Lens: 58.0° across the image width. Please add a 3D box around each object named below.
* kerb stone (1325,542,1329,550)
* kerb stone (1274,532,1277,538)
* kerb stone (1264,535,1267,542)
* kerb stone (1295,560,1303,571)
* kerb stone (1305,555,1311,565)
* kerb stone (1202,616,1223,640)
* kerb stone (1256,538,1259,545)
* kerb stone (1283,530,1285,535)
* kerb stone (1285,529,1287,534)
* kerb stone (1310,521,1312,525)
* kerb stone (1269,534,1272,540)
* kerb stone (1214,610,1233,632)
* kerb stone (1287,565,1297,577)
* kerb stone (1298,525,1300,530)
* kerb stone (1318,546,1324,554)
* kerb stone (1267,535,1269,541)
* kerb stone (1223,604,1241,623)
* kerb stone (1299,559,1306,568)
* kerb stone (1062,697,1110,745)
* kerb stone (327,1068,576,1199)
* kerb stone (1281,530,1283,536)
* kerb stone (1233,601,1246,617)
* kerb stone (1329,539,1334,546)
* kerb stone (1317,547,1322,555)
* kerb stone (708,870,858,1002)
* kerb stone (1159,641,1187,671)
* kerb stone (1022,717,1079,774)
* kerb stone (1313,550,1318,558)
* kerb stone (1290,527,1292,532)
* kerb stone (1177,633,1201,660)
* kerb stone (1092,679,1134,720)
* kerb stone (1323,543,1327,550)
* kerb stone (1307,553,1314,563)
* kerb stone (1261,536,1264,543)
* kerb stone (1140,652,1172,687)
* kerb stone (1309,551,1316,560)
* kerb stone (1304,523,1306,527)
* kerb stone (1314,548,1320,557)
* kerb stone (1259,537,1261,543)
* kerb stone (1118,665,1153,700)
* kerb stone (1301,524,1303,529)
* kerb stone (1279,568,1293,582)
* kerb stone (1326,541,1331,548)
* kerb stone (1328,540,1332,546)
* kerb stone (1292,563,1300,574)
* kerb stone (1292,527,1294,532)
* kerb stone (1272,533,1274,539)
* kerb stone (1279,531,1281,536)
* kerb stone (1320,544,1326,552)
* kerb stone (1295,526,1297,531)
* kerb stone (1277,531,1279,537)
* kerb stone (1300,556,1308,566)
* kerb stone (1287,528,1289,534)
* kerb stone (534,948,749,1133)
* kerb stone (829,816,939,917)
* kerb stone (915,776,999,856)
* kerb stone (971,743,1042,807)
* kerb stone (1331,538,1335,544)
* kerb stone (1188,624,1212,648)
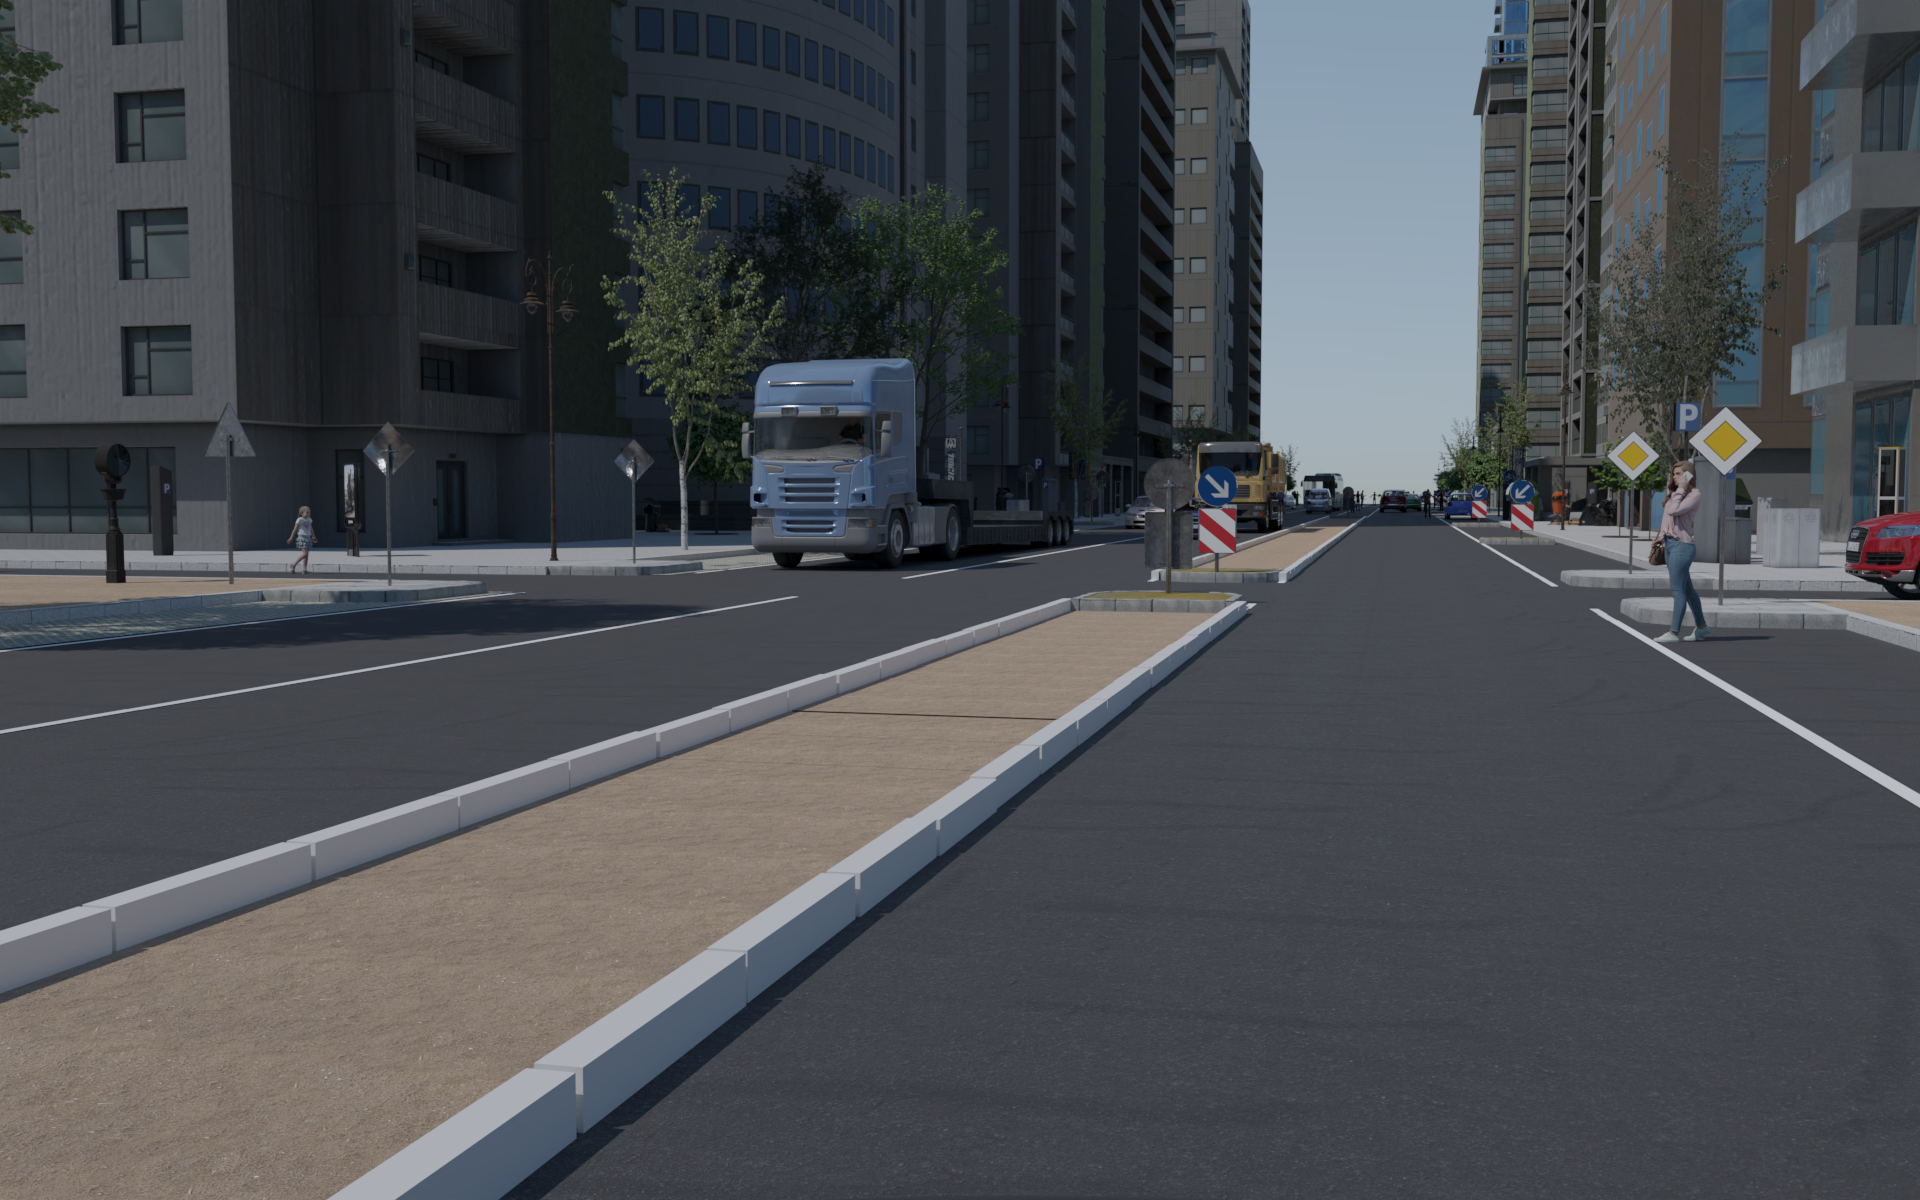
[{"bbox_3d":[9.162,-1.312,43.651,0.120,0.150,1.000,1,4,14],"label":"kerb stone"},{"bbox_3d":[9.900,-2.013,55.114,0.120,0.150,1.000,1,4,14],"label":"kerb stone"},{"bbox_3d":[8.893,-1.771,51.147,0.120,0.150,1.000,1,4,14],"label":"kerb stone"},{"bbox_3d":[6.157,-0.585,31.752,0.120,0.150,1.000,1,4,14],"label":"kerb stone"},{"bbox_3d":[6.900,-0.767,34.731,0.120,0.150,1.000,1,4,14],"label":"kerb stone"},{"bbox_3d":[2.494,0.299,17.299,0.120,0.150,1.000,1,4,14],"label":"kerb stone"},{"bbox_3d":[8.137,-1.585,48.165,0.120,0.150,1.000,1,4,14],"label":"kerb stone"},{"bbox_3d":[10.894,-2.256,59.083,0.120,0.150,1.000,1,4,14],"label":"kerb stone"},{"bbox_3d":[11.148,-2.317,60.077,0.120,0.150,1.000,1,4,14],"label":"kerb stone"},{"bbox_3d":[15.430,-3.349,76.973,0.120,0.150,1.000,1,4,14],"label":"kerb stone"},{"bbox_3d":[9.392,-1.892,53.130,0.120,0.150,1.000,1,4,14],"label":"kerb stone"},{"bbox_3d":[2.746,0.239,18.290,0.120,0.150,1.000,1,4,14],"label":"kerb stone"},{"bbox_3d":[5.655,-0.463,29.770,0.120,0.150,1.000,1,4,14],"label":"kerb stone"},{"bbox_3d":[13.160,-2.801,68.034,0.120,0.150,1.000,1,4,14],"label":"kerb stone"},{"bbox_3d":[8.408,-1.123,40.680,0.120,0.150,1.000,1,4,14],"label":"kerb stone"},{"bbox_3d":[9.142,-1.831,52.139,0.120,0.150,1.000,1,4,14],"label":"kerb stone"},{"bbox_3d":[2.994,0.178,19.286,0.120,0.150,1.000,1,4,14],"label":"kerb stone"},{"bbox_3d":[6.398,-0.638,32.750,0.120,0.150,1.000,1,4,14],"label":"kerb stone"},{"bbox_3d":[0.737,0.727,10.343,0.120,0.150,1.000,1,4,14],"label":"kerb stone"},{"bbox_3d":[-1.033,1.152,3.377,0.120,0.150,1.000,1,4,14],"label":"kerb stone"},{"bbox_3d":[10.645,-2.196,58.092,0.120,0.150,1.000,1,4,14],"label":"kerb stone"},{"bbox_3d":[3.250,0.120,20.278,0.120,0.150,1.000,1,4,14],"label":"kerb stone"},{"bbox_3d":[9.916,-1.494,46.628,0.120,0.150,1.000,1,4,14],"label":"kerb stone"},{"bbox_3d":[8.162,-1.069,39.688,0.120,0.150,1.000,1,4,14],"label":"kerb stone"},{"bbox_3d":[-0.533,1.029,5.368,0.120,0.150,1.000,1,4,14],"label":"kerb stone"},{"bbox_3d":[1.739,0.482,14.320,0.120,0.150,1.000,1,4,14],"label":"kerb stone"},{"bbox_3d":[0.482,0.786,9.351,0.120,0.150,1.000,1,4,14],"label":"kerb stone"},{"bbox_3d":[7.652,-0.949,37.705,0.120,0.150,1.000,1,4,14],"label":"kerb stone"},{"bbox_3d":[11.909,-2.499,63.051,0.120,0.150,1.000,1,4,14],"label":"kerb stone"},{"bbox_3d":[1.990,0.428,15.311,0.120,0.150,1.000,1,4,14],"label":"kerb stone"},{"bbox_3d":[0.987,0.665,11.339,0.120,0.150,1.000,1,4,14],"label":"kerb stone"},{"bbox_3d":[8.905,-1.252,42.662,0.120,0.150,1.000,1,4,14],"label":"kerb stone"},{"bbox_3d":[7.156,-0.827,35.720,0.120,0.150,1.000,1,4,14],"label":"kerb stone"},{"bbox_3d":[8.636,-1.710,50.152,0.120,0.150,1.000,1,4,14],"label":"kerb stone"},{"bbox_3d":[1.489,0.543,13.321,0.120,0.150,1.000,1,4,14],"label":"kerb stone"},{"bbox_3d":[7.414,-0.885,36.711,0.120,0.150,1.000,1,4,14],"label":"kerb stone"},{"bbox_3d":[14.175,-3.047,72.011,0.120,0.150,1.000,1,4,14],"label":"kerb stone"},{"bbox_3d":[7.908,-1.007,38.695,0.120,0.150,1.000,1,4,14],"label":"kerb stone"},{"bbox_3d":[8.386,-1.649,49.161,0.120,0.150,1.000,1,4,14],"label":"kerb stone"},{"bbox_3d":[1.228,0.606,12.333,0.120,0.150,1.000,1,4,14],"label":"kerb stone"},{"bbox_3d":[13.665,-2.925,70.023,0.120,0.150,1.000,1,4,14],"label":"kerb stone"},{"bbox_3d":[5.393,-0.398,28.779,0.120,0.150,1.000,1,4,14],"label":"kerb stone"},{"bbox_3d":[9.412,-1.373,44.645,0.120,0.150,1.000,1,4,14],"label":"kerb stone"},{"bbox_3d":[9.659,-1.434,45.636,0.120,0.150,1.000,1,4,14],"label":"kerb stone"},{"bbox_3d":[5.911,-0.524,30.760,0.120,0.150,1.000,1,4,14],"label":"kerb stone"},{"bbox_3d":[12.154,-2.558,64.047,0.120,0.150,1.000,1,4,14],"label":"kerb stone"},{"bbox_3d":[9.645,-1.953,54.124,0.120,0.150,1.000,1,4,14],"label":"kerb stone"},{"bbox_3d":[10.397,-2.133,57.100,0.120,0.150,1.000,1,4,14],"label":"kerb stone"},{"bbox_3d":[8.658,-1.191,41.670,0.120,0.150,1.000,1,4,14],"label":"kerb stone"},{"bbox_3d":[12.661,-2.681,66.037,0.120,0.150,1.000,1,4,14],"label":"kerb stone"},{"bbox_3d":[10.148,-2.074,56.109,0.120,0.150,1.000,1,4,14],"label":"kerb stone"},{"bbox_3d":[6.648,-0.706,33.741,0.120,0.150,1.000,1,4,14],"label":"kerb stone"},{"bbox_3d":[11.404,-2.377,61.066,0.120,0.150,1.000,1,4,14],"label":"kerb stone"},{"bbox_3d":[-0.779,1.090,4.376,0.120,0.150,1.000,1,4,14],"label":"kerb stone"},{"bbox_3d":[-0.274,0.968,6.362,0.120,0.150,1.000,1,4,14],"label":"kerb stone"},{"bbox_3d":[-0.015,0.913,7.352,0.120,0.150,1.000,1,4,14],"label":"kerb stone"},{"bbox_3d":[0.225,0.847,8.348,0.120,0.150,1.000,1,4,14],"label":"kerb stone"},{"bbox_3d":[10.164,-1.555,47.625,0.120,0.150,1.000,1,4,14],"label":"kerb stone"},{"bbox_3d":[2.236,0.360,16.303,0.120,0.150,1.000,1,4,14],"label":"kerb stone"}]
